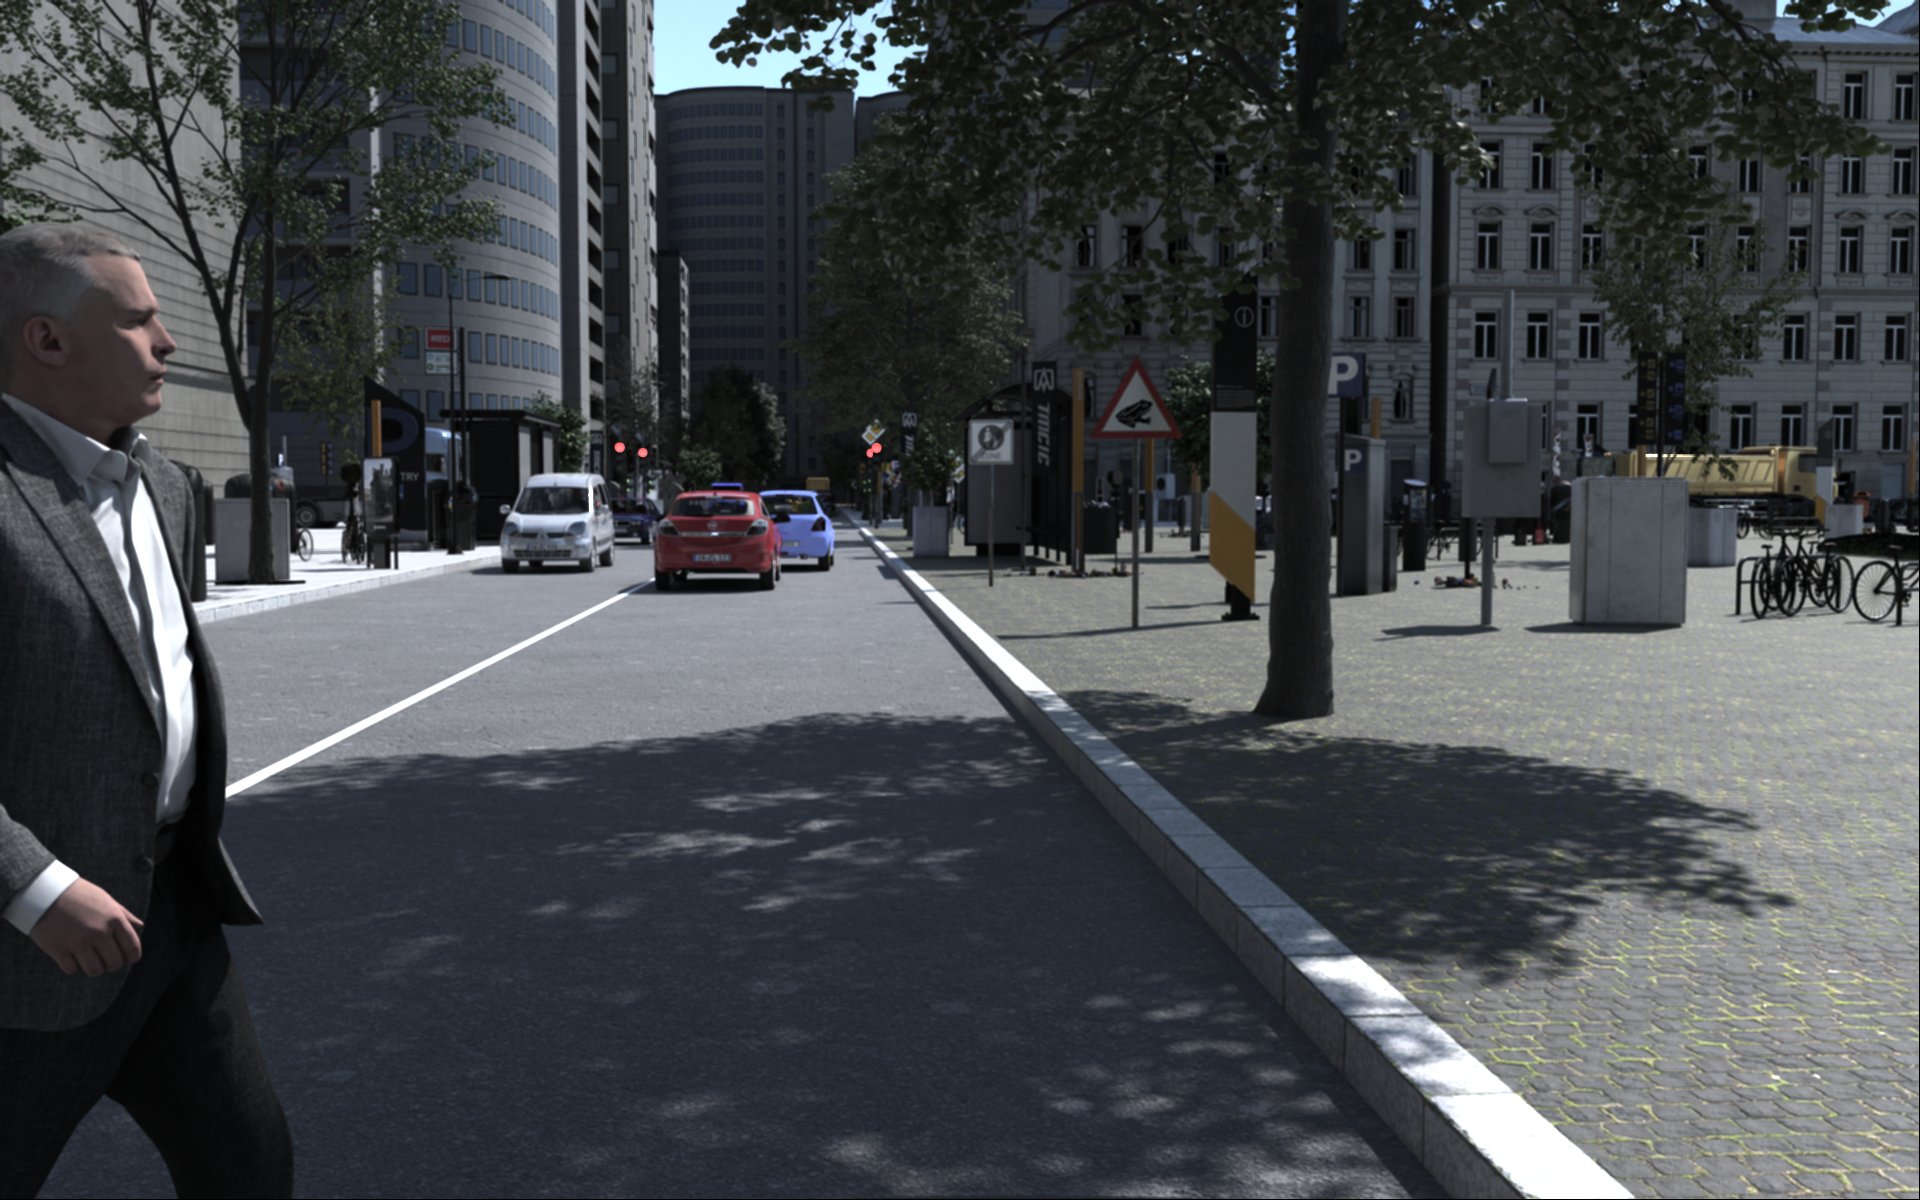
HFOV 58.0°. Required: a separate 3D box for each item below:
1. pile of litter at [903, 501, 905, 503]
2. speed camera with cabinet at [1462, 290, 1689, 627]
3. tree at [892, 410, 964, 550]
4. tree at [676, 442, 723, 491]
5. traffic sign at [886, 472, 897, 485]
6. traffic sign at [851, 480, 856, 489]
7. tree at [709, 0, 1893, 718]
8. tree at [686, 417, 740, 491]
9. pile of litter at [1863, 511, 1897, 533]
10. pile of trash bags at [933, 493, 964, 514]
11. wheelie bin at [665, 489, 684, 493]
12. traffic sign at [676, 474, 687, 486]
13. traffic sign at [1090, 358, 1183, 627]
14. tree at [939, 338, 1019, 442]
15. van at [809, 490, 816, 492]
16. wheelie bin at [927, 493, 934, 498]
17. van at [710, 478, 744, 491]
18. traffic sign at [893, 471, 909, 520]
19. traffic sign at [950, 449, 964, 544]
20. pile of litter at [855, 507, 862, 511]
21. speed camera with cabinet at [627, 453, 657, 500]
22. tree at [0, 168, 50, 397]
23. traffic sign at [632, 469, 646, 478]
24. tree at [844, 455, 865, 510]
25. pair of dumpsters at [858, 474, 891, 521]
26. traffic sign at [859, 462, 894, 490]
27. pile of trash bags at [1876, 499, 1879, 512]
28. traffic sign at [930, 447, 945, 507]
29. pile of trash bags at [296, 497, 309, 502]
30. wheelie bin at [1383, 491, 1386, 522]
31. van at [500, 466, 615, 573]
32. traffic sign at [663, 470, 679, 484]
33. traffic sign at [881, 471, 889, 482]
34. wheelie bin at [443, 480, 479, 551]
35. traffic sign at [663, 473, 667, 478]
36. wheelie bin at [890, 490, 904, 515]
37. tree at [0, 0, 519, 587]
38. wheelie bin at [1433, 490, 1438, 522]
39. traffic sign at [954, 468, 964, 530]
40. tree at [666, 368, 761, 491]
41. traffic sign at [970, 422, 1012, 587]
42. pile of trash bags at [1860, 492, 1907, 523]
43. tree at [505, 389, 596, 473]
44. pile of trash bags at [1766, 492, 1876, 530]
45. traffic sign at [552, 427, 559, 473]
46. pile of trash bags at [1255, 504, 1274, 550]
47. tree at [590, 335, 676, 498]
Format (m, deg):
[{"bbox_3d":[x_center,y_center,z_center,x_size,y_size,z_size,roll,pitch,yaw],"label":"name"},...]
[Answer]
[{"bbox_3d":[-4.005,-7.093,129.927,1.176,0.858,1.719,-1,4,-21],"label":"pile of litter"},{"bbox_3d":[6.019,-1.386,16.989,2.038,3.252,0.660,0,4,7],"label":"speed camera with cabinet"},{"bbox_3d":[-0.834,-2.777,40.000,1.663,3.219,1.824,0,3,0],"label":"tree"},{"bbox_3d":[-16.607,-7.754,110.497,4.285,4.588,4.351,0,3,0],"label":"tree"},{"bbox_3d":[-3.417,-5.413,89.694,0.795,2.450,0.064,0,4,-1],"label":"traffic sign"},{"bbox_3d":[-8.083,-8.152,134.464,0.795,2.450,0.064,0,3,0],"label":"traffic sign"},{"bbox_3d":[2.387,-5.611,9.867,7.486,12.596,7.792,0,3,0],"label":"tree"},{"bbox_3d":[-19.608,-11.477,138.010,4.737,8.622,4.395,0,3,0],"label":"tree"},{"bbox_3d":[27.720,-2.362,52.589,1.719,0.858,1.176,-2,4,-23],"label":"pile of litter"},{"bbox_3d":[-0.366,-6.135,110.062,3.447,1.369,1.912,3,5,40],"label":"pile of trash bags"},{"bbox_3d":[-15.000,-4.986,89.427,0.980,1.594,0.693,-3,5,-43],"label":"wheelie bin"},{"bbox_3d":[-17.371,-6.576,107.624,0.768,2.556,0.104,0,4,3],"label":"traffic sign"},{"bbox_3d":[1.688,-1.017,16.632,0.884,2.594,0.081,0,4,2],"label":"traffic sign"},{"bbox_3d":[0.972,-7.863,78.915,4.360,8.622,3.978,0,3,0],"label":"tree"},{"bbox_3d":[-14.148,-9.943,169.584,2.013,2.044,4.112,0,4,-5],"label":"van"},{"bbox_3d":[-2.164,-7.463,129.925,0.693,1.594,0.980,1,4,20],"label":"wheelie bin"},{"bbox_3d":[-12.828,-5.565,95.377,2.240,2.365,5.245,0,4,-6],"label":"van"},{"bbox_3d":[-2.934,-5.339,87.292,0.884,2.594,0.081,0,4,-4],"label":"traffic sign"},{"bbox_3d":[-0.218,-2.629,44.166,0.795,2.450,0.064,0,4,1],"label":"traffic sign"},{"bbox_3d":[-7.397,-7.285,133.078,1.176,0.858,1.719,-2,4,-27],"label":"pile of litter"},{"bbox_3d":[-15.455,-5.485,84.011,0.660,3.252,2.038,1,4,18],"label":"speed camera with cabinet"},{"bbox_3d":[-9.147,-1.884,14.520,4.285,4.588,4.351,0,3,0],"label":"tree"},{"bbox_3d":[-16.005,-5.280,86.436,0.768,2.556,0.104,0,4,-3],"label":"traffic sign"},{"bbox_3d":[-7.877,-9.621,141.023,4.285,4.588,4.351,0,3,0],"label":"tree"},{"bbox_3d":[-4.185,-5.048,85.034,1.574,2.255,4.437,0,4,-4],"label":"pair of dumpsters"},{"bbox_3d":[-5.334,-7.170,111.104,2.265,3.308,0.079,0,4,-4],"label":"traffic sign"},{"bbox_3d":[39.811,-4.180,78.097,1.912,1.369,3.447,0,4,1],"label":"pile of trash bags"},{"bbox_3d":[-0.705,-2.587,42.397,0.768,2.556,0.104,0,4,5],"label":"traffic sign"},{"bbox_3d":[-27.730,-3.758,71.201,1.912,1.369,3.447,-1,4,-23],"label":"pile of trash bags"},{"bbox_3d":[17.743,-4.042,73.988,0.693,1.594,0.980,-3,5,-42],"label":"wheelie bin"},{"bbox_3d":[-7.623,-1.589,32.988,2.013,2.044,4.112,0,4,-4],"label":"van"},{"bbox_3d":[-15.205,-5.557,90.853,0.884,2.594,0.081,0,4,2],"label":"traffic sign"},{"bbox_3d":[-4.244,-5.838,95.554,0.768,2.556,0.104,0,4,0],"label":"traffic sign"},{"bbox_3d":[-11.326,-1.925,39.378,0.693,1.594,0.980,0,4,-4],"label":"wheelie bin"},{"bbox_3d":[-17.624,-6.266,102.547,0.768,2.556,0.104,0,4,2],"label":"traffic sign"},{"bbox_3d":[-3.817,-5.879,104.036,0.980,1.594,0.693,3,5,42],"label":"wheelie bin"},{"bbox_3d":[-10.008,-6.017,24.132,9.928,11.665,9.643,0,3,0],"label":"tree"},{"bbox_3d":[20.335,-4.120,75.263,0.693,1.594,0.980,-2,4,-26],"label":"wheelie bin"},{"bbox_3d":[-0.064,-3.683,61.401,0.795,2.450,0.064,0,4,2],"label":"traffic sign"},{"bbox_3d":[-18.109,-11.804,127.409,7.601,10.594,8.767,-1,4,-9],"label":"tree"},{"bbox_3d":[0.429,-1.335,23.960,0.606,2.300,0.079,0,4,1],"label":"traffic sign"},{"bbox_3d":[42.855,-4.185,78.170,3.447,1.369,1.912,-1,4,-19],"label":"pile of trash bags"},{"bbox_3d":[-13.084,-4.329,54.493,4.285,4.588,4.351,0,3,0],"label":"tree"},{"bbox_3d":[31.007,-3.234,62.629,3.447,1.369,1.912,2,4,24],"label":"pile of trash bags"},{"bbox_3d":[-12.832,-3.471,50.621,2.265,3.308,0.079,0,4,3],"label":"traffic sign"},{"bbox_3d":[6.948,-1.916,41.081,1.912,1.369,3.447,-1,4,-14],"label":"pile of trash bags"},{"bbox_3d":[-14.851,-7.914,79.748,4.360,8.622,3.978,0,3,0],"label":"tree"}]
